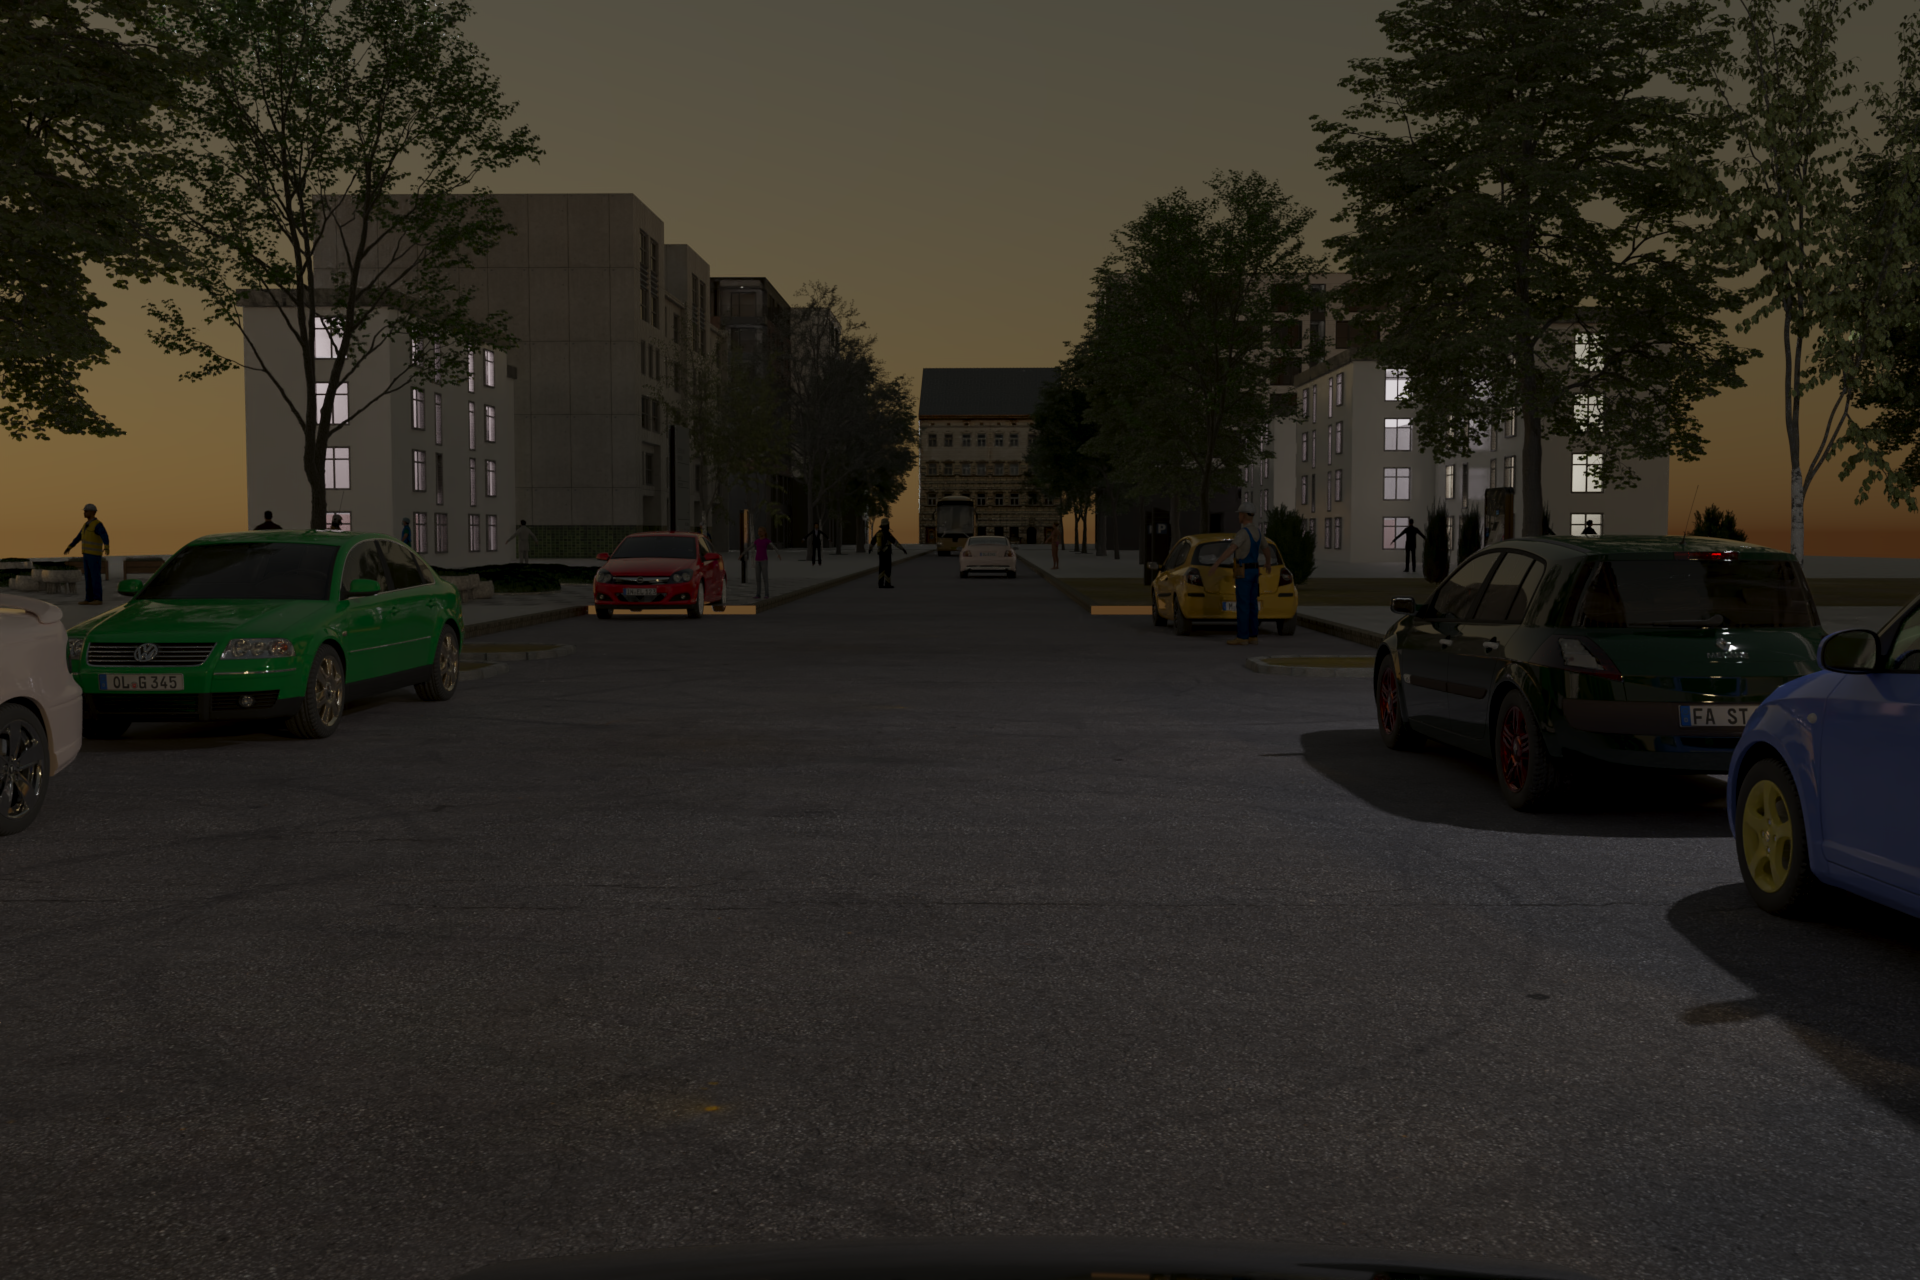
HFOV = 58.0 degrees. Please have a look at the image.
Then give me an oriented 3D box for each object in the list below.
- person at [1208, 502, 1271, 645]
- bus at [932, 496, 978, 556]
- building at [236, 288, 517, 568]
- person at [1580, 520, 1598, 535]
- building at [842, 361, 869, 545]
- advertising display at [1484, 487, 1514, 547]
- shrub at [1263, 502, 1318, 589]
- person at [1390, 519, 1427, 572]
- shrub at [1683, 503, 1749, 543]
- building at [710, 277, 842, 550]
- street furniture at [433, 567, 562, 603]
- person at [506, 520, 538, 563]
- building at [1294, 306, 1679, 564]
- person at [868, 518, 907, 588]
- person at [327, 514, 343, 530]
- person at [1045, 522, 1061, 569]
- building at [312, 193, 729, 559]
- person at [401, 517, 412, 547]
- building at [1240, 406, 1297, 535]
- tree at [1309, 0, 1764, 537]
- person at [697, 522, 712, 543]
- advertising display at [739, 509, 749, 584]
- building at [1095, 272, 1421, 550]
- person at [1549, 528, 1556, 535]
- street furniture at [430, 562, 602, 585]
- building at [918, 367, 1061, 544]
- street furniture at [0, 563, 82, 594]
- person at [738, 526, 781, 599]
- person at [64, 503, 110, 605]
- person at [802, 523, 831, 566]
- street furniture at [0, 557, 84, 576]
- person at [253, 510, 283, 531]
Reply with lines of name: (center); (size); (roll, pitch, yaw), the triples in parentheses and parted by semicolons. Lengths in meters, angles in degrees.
person: (3.691, -0.864, 22.438); (0.705, 1.847, 1.347); (3, 5, 43)
bus: (-0.174, -7.574, 115.386); (2.896, 3.916, 12.252); (0, 4, 1)
building: (-23.507, -8.028, 73.402); (9.099, 9.664, 28.070); (0, 4, 2)
person: (23.009, -3.490, 63.242); (0.705, 1.806, 1.347); (-1, 4, -22)
building: (-25.635, -21.809, 200.544); (27.936, 21.610, 32.646); (0, 4, 1)
advertising display: (7.465, -1.151, 24.035); (0.123, 1.923, 0.974); (0, 4, 1)
shrub: (7.451, -2.175, 39.976); (1.690, 2.028, 1.600); (0, 3, 0)
person: (15.210, -3.196, 58.476); (1.346, 1.802, 0.704); (0, 4, -5)
shrub: (17.902, -2.246, 41.135); (1.690, 2.028, 1.600); (0, 3, 0)
building: (-25.768, -18.979, 154.281); (27.936, 21.610, 32.646); (0, 4, 1)
street furniture: (-11.616, -1.252, 36.091); (5.734, 0.657, 10.072); (0, 4, -1)
person: (-16.062, -3.515, 63.656); (0.705, 1.806, 1.347); (3, 5, 44)
building: (22.090, -8.313, 78.060); (9.099, 9.664, 28.070); (0, 4, 1)
person: (-1.964, -2.297, 45.788); (1.354, 1.856, 0.705); (3, 5, 40)
person: (-18.019, -2.716, 50.178); (0.705, 1.858, 1.354); (0, 4, -1)
person: (3.396, -3.439, 63.030); (0.721, 1.733, 1.217); (2, 4, 29)
building: (-24.975, -14.655, 106.060); (16.747, 18.905, 31.486); (0, 4, 1)
person: (-17.855, -3.036, 55.763); (0.704, 1.817, 1.347); (-1, 4, -12)
building: (24.974, -10.475, 113.419); (9.099, 9.664, 28.070); (0, 4, 1)
tree: (9.519, -6.835, 29.876); (7.486, 12.596, 7.792); (0, 3, 0)
person: (-10.443, -3.875, 69.823); (0.721, 1.772, 1.216); (3, 5, 40)
advertising display: (-5.642, -2.451, 45.295); (0.123, 1.923, 0.974); (0, 4, 0)
building: (25.661, -18.833, 151.895); (27.936, 21.610, 32.646); (0, 4, 1)
person: (18.487, -2.994, 54.883); (1.347, 1.837, 0.705); (3, 5, 41)
street furniture: (-11.681, -1.941, 47.368); (10.072, 0.657, 5.734); (2, 4, 32)
building: (4.190, -24.091, 227.265); (18.063, 23.208, 19.493); (0, 4, 2)
street furniture: (-23.291, -1.455, 39.410); (5.734, 0.657, 10.072); (-2, 4, -35)
person: (-3.940, -1.522, 34.156); (0.991, 1.433, 0.599); (2, 4, 26)
person: (-15.733, -1.551, 31.331); (1.349, 1.833, 0.705); (2, 4, 33)
person: (-5.837, -3.899, 70.463); (1.216, 1.740, 0.721); (0, 4, -2)
street furniture: (-29.141, -2.177, 51.227); (5.734, 0.657, 10.072); (-1, 4, -13)
person: (-15.502, -2.001, 38.849); (1.346, 1.812, 0.704); (-2, 4, -29)
